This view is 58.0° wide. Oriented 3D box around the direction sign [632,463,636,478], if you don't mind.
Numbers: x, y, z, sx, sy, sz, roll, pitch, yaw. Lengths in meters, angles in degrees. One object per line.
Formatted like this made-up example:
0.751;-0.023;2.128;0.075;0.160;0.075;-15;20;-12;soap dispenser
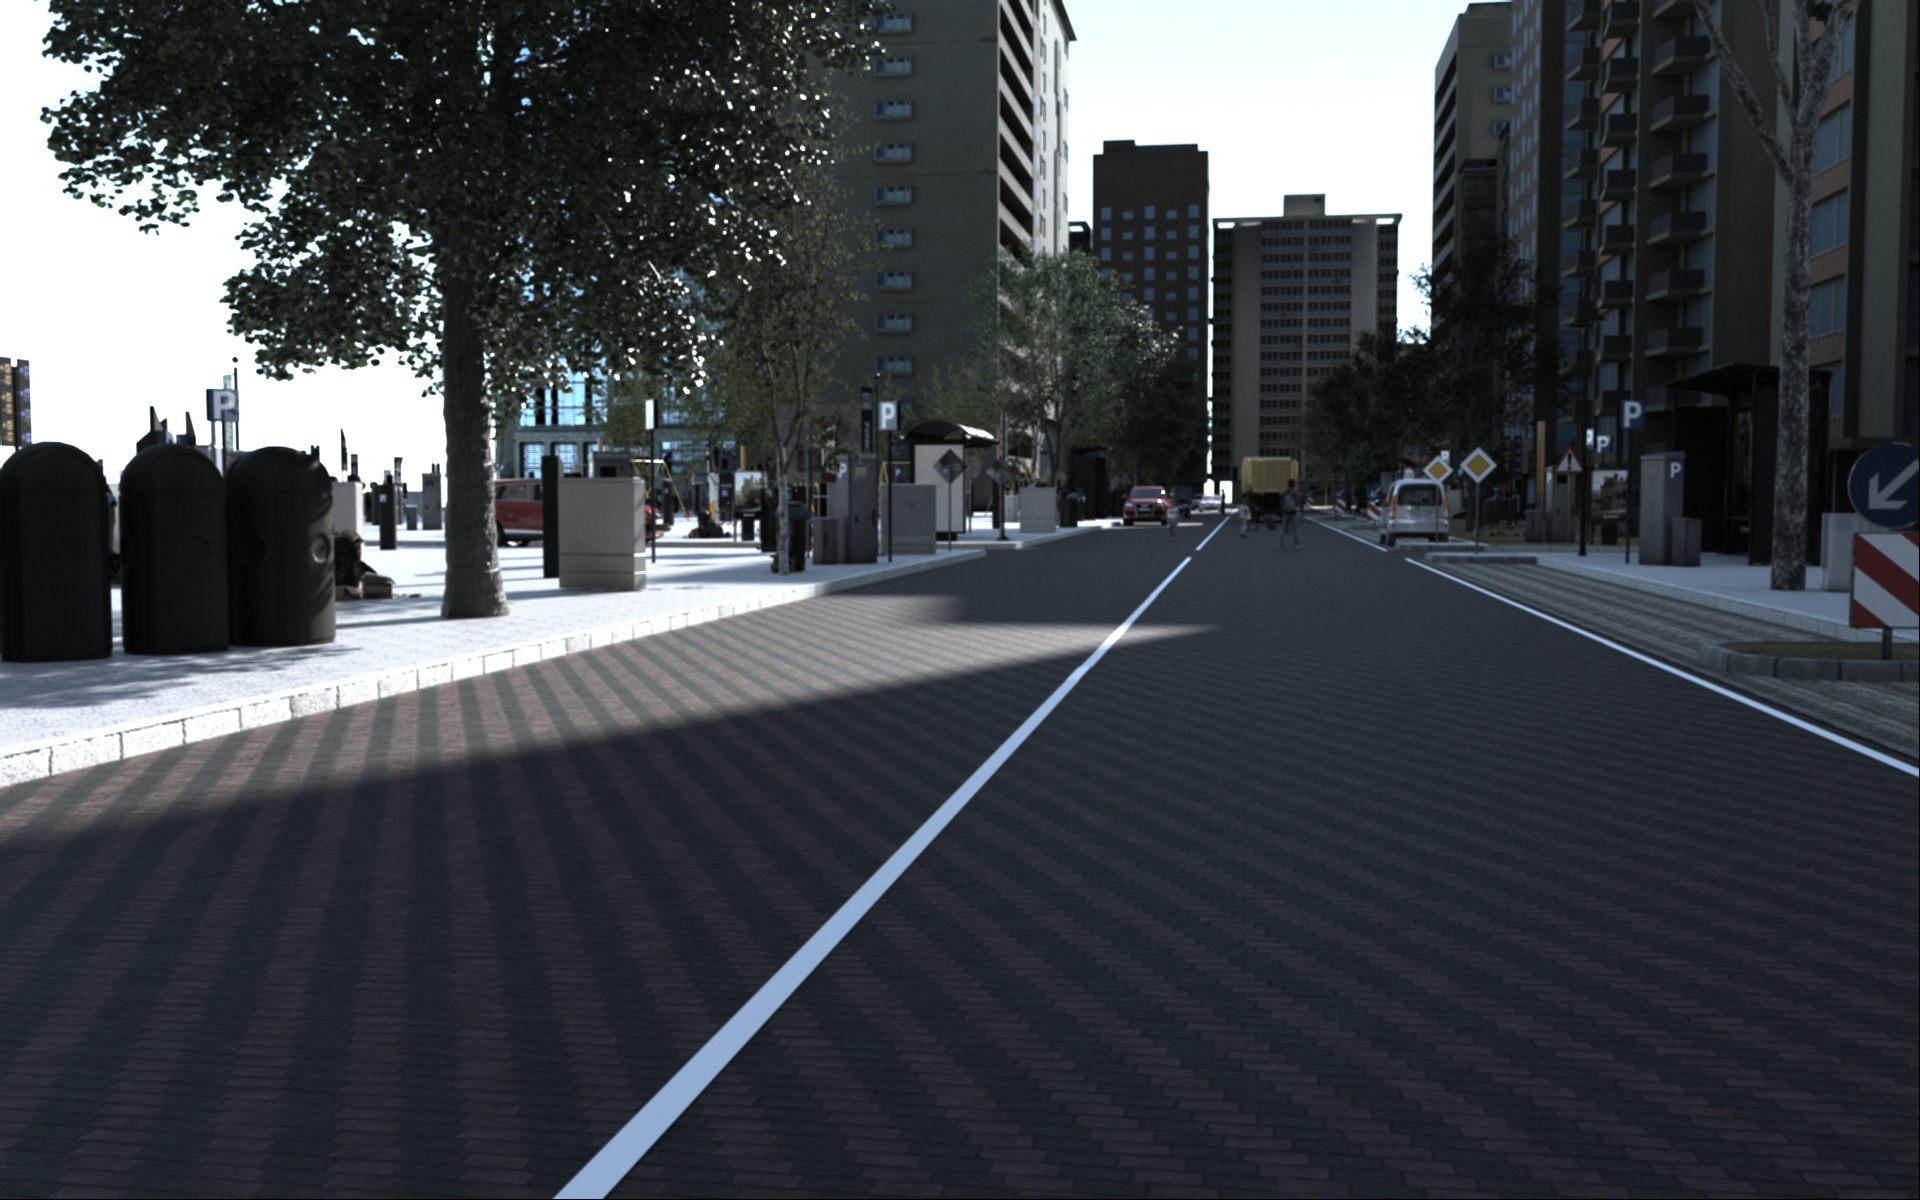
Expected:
-23.644;-8.177;125.687;0.379;3.537;0.876;-2;4;-26;direction sign

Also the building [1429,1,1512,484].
57.629;-33.262;167.536;21.300;48.544;21.600;1;4;9;building

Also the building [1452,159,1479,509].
50.158;-23.200;151.016;14.160;30.474;14.107;1;4;9;building

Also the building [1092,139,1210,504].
24.555;-34.935;221.301;14.200;45.320;14.600;1;4;9;building

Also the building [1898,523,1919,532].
43.012;-24.758;59.422;28.867;44.769;22.147;1;4;9;building

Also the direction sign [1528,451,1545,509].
30.066;-6.018;90.398;0.379;3.537;0.876;-3;5;-44;direction sign

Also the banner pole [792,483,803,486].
-8.907;-6.365;94.088;0.863;3.779;0.401;1;4;21;banner pole

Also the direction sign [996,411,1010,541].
1.196;-3.417;47.868;0.379;3.537;0.876;1;4;17;direction sign

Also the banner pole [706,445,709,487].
-11.181;-5.342;77.358;0.401;3.779;0.863;1;4;15;banner pole

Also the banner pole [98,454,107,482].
-53.307;-7.203;107.786;0.401;3.779;0.863;1;4;19;banner pole

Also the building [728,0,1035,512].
-6.106;-31.215;134.074;21.300;48.544;21.600;1;4;9;building

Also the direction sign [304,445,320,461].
-29.606;-5.359;79.611;0.379;3.537;0.876;0;4;7;direction sign

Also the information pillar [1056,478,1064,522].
4.591;-4.610;79.873;0.304;2.012;0.304;1;4;15;information pillar

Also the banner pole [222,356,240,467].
-13.309;-2.549;31.698;0.401;3.779;0.863;-3;5;-44;banner pole

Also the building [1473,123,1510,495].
49.208;-22.336;136.898;14.160;30.474;14.107;1;4;9;building

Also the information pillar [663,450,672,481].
-15.401;-6.114;91.321;0.504;3.616;0.183;-3;4;-36;information pillar

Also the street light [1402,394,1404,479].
19.903;-6.425;77.839;0.468;5.910;1.993;1;4;9;street light

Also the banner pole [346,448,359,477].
-32.996;-6.358;93.972;0.863;3.779;0.401;-3;5;-44;banner pole

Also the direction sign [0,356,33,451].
-15.697;-2.254;28.843;0.379;3.537;0.876;0;4;2;direction sign

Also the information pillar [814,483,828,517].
-3.807;-2.627;47.444;0.304;2.012;0.304;-2;4;-29;information pillar

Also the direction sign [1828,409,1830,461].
23.189;-3.326;46.379;0.379;3.537;0.876;1;4;22;direction sign

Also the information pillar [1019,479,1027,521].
3.033;-4.819;83.286;0.304;2.012;0.304;3;5;41;information pillar

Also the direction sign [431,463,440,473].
-37.939;-8.160;125.420;0.379;3.537;0.876;2;4;27;direction sign

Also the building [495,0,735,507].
-32.860;-53.106;180.952;31.000;86.520;22.319;1;4;9;building

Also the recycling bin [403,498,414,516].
-33.181;-5.576;103.723;0.722;1.027;0.722;2;4;34;recycling bin

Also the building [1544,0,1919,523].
47.369;-27.223;99.715;22.147;44.769;28.867;1;4;9;building

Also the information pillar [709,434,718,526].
-9.602;-4.655;67.459;0.183;3.616;0.504;2;4;27;information pillar

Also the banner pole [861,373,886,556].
-1.841;-2.803;35.838;0.401;3.779;0.863;2;4;27;banner pole

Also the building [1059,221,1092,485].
6.529;-33.091;232.925;23.993;40.220;32.217;1;4;9;building

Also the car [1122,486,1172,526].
8.637;-4.351;79.817;2.281;1.827;5.304;1;4;9;car

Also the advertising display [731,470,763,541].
-5.798;-2.574;47.294;0.974;1.923;0.123;-3;5;-42;advertising display

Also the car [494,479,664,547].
-10.074;-2.131;43.519;5.304;1.827;2.281;0;4;8;car

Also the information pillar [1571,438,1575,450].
25.437;-4.934;72.022;0.183;3.616;0.504;1;4;10;information pillar

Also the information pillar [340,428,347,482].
-21.786;-4.275;61.250;0.183;3.616;0.504;0;4;-6;information pillar

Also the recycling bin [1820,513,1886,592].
11.817;-0.631;22.870;0.722;1.027;0.722;1;4;18;recycling bin

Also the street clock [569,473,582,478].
-12.958;-3.297;58.471;0.358;2.002;0.471;2;4;26;street clock

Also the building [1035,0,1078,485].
-3.324;-35.823;174.944;27.495;52.752;28.713;1;4;9;building

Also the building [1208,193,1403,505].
44.812;-32.716;226.793;23.993;40.220;32.217;1;4;9;building

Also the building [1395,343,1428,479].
70.536;-22.986;220.868;28.899;21.520;27.650;1;4;9;building

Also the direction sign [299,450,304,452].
-33.567;-5.952;89.312;0.876;3.537;0.379;-2;4;-23;direction sign

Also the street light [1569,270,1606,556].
12.945;-3.857;35.842;0.468;5.910;1.993;1;4;9;street light

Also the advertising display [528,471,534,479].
-12.130;-2.680;49.038;0.123;1.923;0.974;-1;4;-16;advertising display

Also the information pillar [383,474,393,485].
-21.377;-3.687;64.781;0.304;2.012;0.304;-3;4;-39;information pillar

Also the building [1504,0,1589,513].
46.955;-28.892;122.497;14.600;45.320;14.200;1;4;9;building

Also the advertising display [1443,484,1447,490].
30.603;-6.445;110.588;0.974;1.923;0.123;3;5;41;advertising display

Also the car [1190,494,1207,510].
21.369;-8.626;153.032;2.014;1.417;4.499;1;4;11;car

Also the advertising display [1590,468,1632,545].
16.407;-2.353;43.690;0.974;1.923;0.123;2;4;25;advertising display

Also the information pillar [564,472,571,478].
-13.347;-3.322;58.810;0.304;2.012;0.304;-1;4;-11;information pillar

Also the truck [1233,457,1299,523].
16.031;-5.767;90.218;3.469;3.379;9.791;0;4;8;truck

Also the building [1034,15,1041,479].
-0.714;-30.661;151.418;14.600;45.320;14.200;1;4;9;building

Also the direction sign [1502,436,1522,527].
21.479;-4.615;67.446;0.379;3.537;0.876;-2;4;-35;direction sign

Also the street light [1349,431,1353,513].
26.574;-8.867;117.763;0.468;5.910;1.993;1;4;9;street light

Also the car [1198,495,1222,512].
20.108;-7.739;138.897;2.083;1.381;4.827;0;4;8;car

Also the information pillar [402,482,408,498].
-34.034;-6.216;106.118;0.304;2.012;0.304;-2;4;-34;information pillar
